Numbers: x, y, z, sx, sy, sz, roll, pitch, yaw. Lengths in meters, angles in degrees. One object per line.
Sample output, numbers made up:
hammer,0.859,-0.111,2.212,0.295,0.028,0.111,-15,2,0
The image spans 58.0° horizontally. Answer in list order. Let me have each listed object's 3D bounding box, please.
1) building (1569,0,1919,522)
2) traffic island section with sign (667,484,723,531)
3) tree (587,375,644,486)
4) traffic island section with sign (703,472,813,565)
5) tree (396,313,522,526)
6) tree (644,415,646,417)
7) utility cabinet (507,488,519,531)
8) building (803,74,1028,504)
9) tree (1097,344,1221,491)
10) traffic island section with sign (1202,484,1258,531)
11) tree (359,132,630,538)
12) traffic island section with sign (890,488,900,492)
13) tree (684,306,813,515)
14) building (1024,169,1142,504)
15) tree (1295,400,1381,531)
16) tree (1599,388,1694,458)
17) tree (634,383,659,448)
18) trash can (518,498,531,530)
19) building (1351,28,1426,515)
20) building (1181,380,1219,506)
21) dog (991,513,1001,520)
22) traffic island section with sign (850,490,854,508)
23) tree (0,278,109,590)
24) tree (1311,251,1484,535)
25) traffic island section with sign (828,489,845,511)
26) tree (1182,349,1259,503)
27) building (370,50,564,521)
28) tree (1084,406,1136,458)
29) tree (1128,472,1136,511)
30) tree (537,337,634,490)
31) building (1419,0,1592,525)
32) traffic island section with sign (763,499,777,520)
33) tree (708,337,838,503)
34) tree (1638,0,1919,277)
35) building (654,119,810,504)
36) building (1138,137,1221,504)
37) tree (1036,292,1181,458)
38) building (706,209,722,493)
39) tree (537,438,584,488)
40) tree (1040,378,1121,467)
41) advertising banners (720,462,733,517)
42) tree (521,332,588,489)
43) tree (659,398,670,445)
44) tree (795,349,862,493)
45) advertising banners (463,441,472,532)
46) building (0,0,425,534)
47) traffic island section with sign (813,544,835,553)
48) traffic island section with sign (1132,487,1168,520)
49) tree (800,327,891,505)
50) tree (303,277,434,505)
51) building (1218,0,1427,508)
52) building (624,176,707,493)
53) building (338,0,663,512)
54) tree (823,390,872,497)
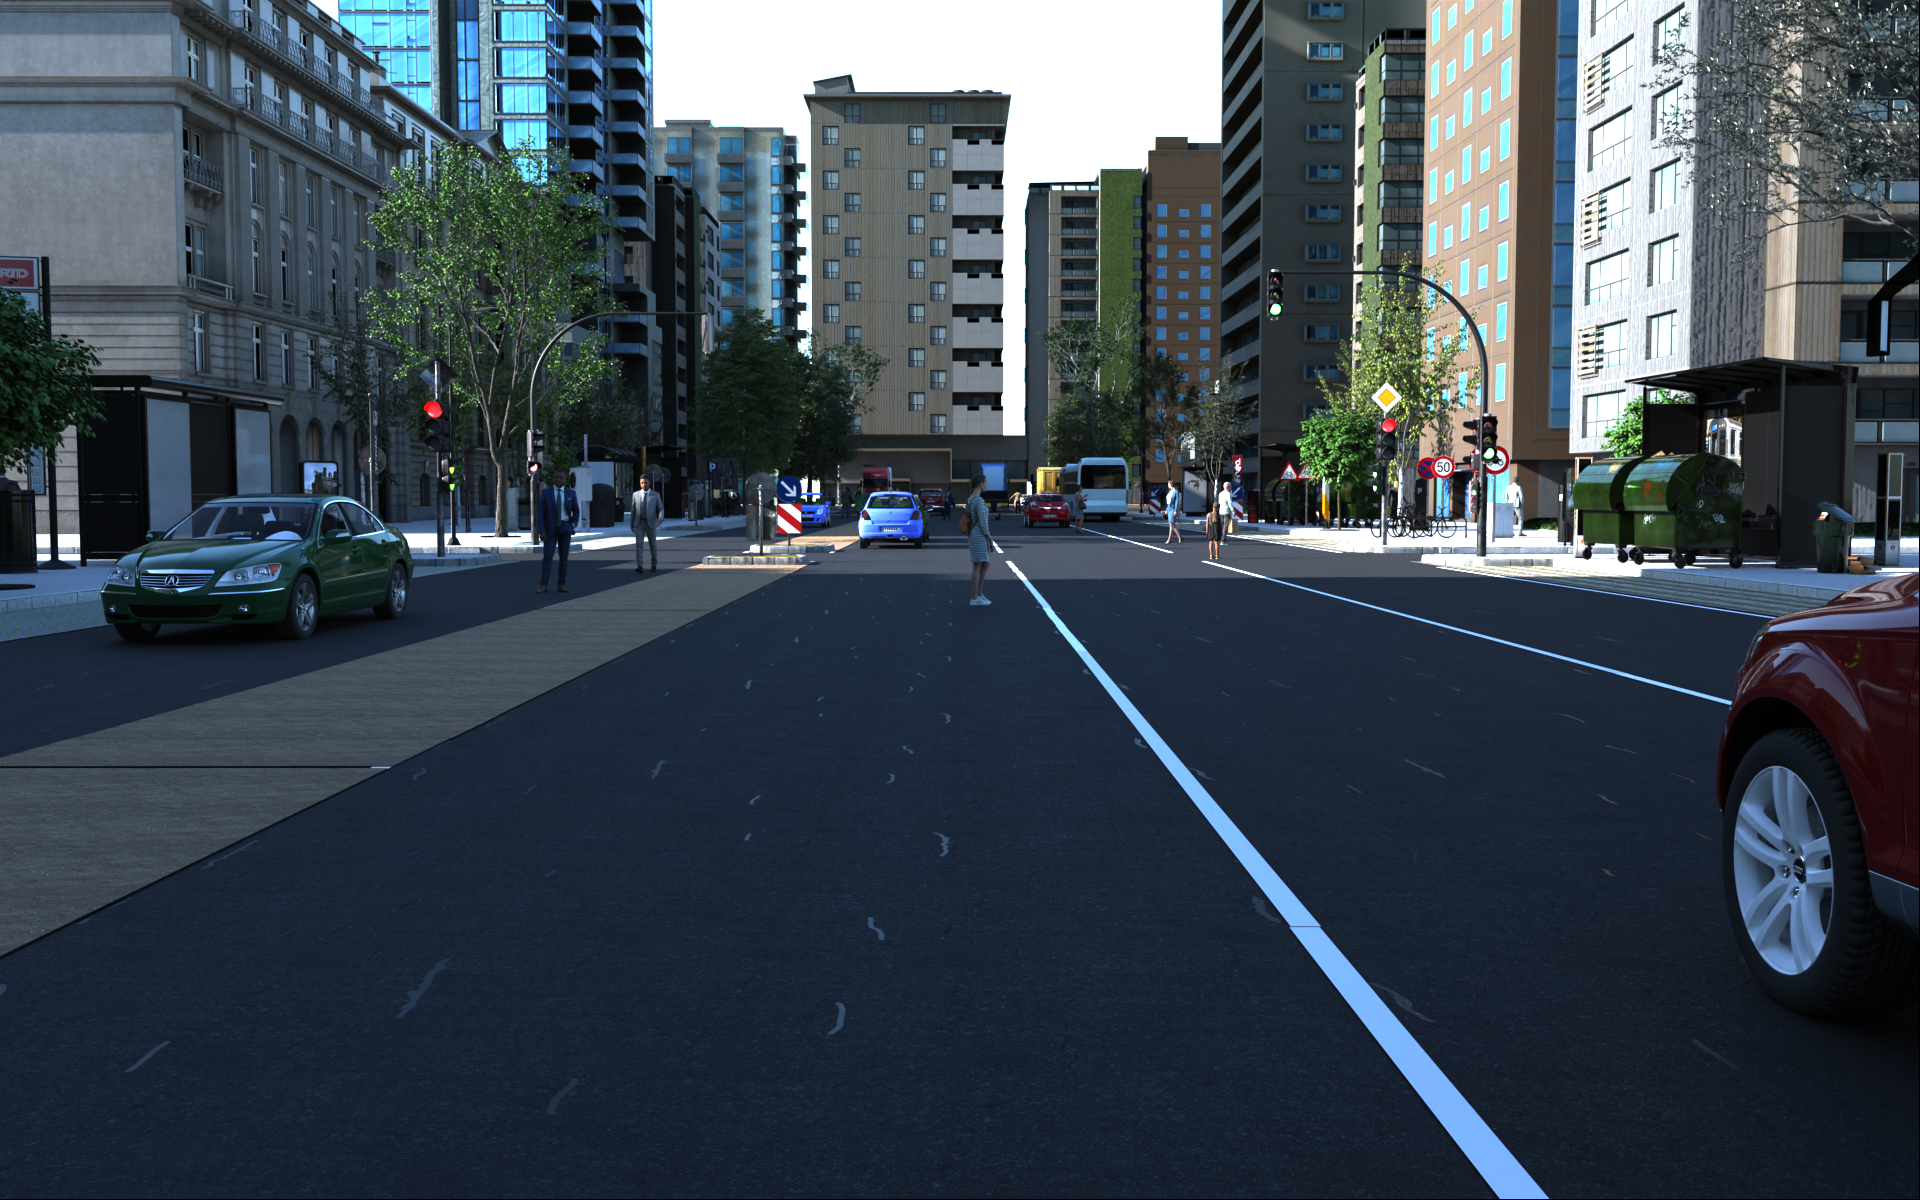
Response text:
building,30.830,-23.032,60.161,14.086,41.232,14.154,0,4,0
traffic island section with sign,-10.444,-3.663,68.522,1.989,1.847,2.006,0,4,0
tree,-20.876,-9.012,97.713,4.737,8.622,4.395,0,3,0
traffic island section with sign,-4.175,-1.687,35.713,2.006,1.907,1.989,0,4,0
tree,-20.211,-7.240,68.741,4.737,8.622,4.395,0,3,0
tree,-21.028,-9.405,104.133,4.737,8.622,4.395,0,3,0
utility cabinet,-15.591,-3.161,60.356,0.318,1.500,1.173,-1,4,-11
building,-5.384,-38.973,226.449,27.495,52.752,28.713,0,4,0
tree,12.967,-10.590,107.562,8.767,10.594,7.601,-3,5,-42
traffic island section with sign,10.584,-3.638,68.112,1.989,1.847,2.006,0,4,0
tree,-13.585,-7.647,50.789,9.928,11.665,9.643,0,3,0
traffic island section with sign,-4.474,-6.735,118.258,2.006,1.907,1.989,0,4,0
tree,-12.619,-11.409,104.668,7.486,12.596,7.792,0,3,0
building,15.431,-32.817,220.146,14.086,41.232,14.154,0,4,0
tree,13.424,-4.722,60.918,4.285,4.588,4.351,0,3,0
tree,20.207,-4.048,49.906,4.285,4.588,4.351,0,3,0
tree,-18.649,-8.604,91.043,4.360,8.622,3.978,0,3,0
trash can,-15.518,-3.071,61.865,0.748,1.137,0.748,0,3,0
building,32.416,-20.781,111.478,14.160,30.474,14.107,0,4,0
building,34.738,-52.223,166.524,22.319,86.520,31.000,0,4,0
dog,1.987,-4.524,94.162,0.748,0.427,0.550,3,4,38
traffic island section with sign,-10.807,-10.015,172.377,1.989,1.847,2.006,0,4,0
tree,-13.417,-2.421,23.304,4.285,4.588,4.351,0,3,0
tree,13.887,-6.314,53.604,4.737,8.622,4.395,0,3,0
traffic island section with sign,-10.703,-8.353,145.201,1.989,1.847,2.006,0,4,0
tree,13.167,-8.458,88.651,4.360,8.622,3.978,0,3,0
building,-31.164,-16.895,95.315,14.460,24.649,34.723,0,4,0
tree,12.442,-11.652,140.867,4.360,8.622,3.978,0,3,0
tree,12.334,-8.405,132.023,1.663,3.219,1.824,0,3,0
tree,-18.137,-8.040,81.823,4.360,8.622,3.978,0,3,0
building,29.522,-26.107,76.960,14.600,45.320,14.200,0,4,0
traffic island section with sign,-10.524,-5.312,95.477,1.989,1.847,2.006,0,4,0
tree,-13.145,-12.791,126.139,9.611,12.733,9.660,0,3,0
tree,13.989,-6.852,22.401,12.009,13.543,11.850,0,3,0
building,-34.727,-36.979,224.209,30.456,49.044,23.786,0,4,0
building,30.108,-34.864,220.137,14.200,45.320,14.600,0,4,0
tree,13.883,-18.752,162.484,12.611,20.169,13.585,0,3,0
building,-31.665,-24.729,176.027,14.107,30.474,14.160,0,4,0
tree,-13.864,-4.001,60.023,1.663,3.219,1.824,0,3,0
tree,13.493,-17.430,191.629,9.857,13.997,8.962,0,3,0
advertising banners,-12.792,-6.042,94.967,0.090,3.025,2.074,-2,4,-26
tree,-19.329,-7.712,76.456,4.737,8.622,4.395,0,3,0
tree,-21.172,-9.995,113.775,4.360,8.622,3.978,0,3,0
tree,-13.387,-15.126,153.971,9.857,13.997,8.962,0,3,0
advertising banners,-16.529,-3.782,58.029,0.090,3.025,2.074,-1,4,-11
building,-30.563,-13.708,65.928,13.314,21.916,24.055,0,4,0
traffic island section with sign,-4.192,-2.140,43.120,2.006,1.907,1.989,0,4,0
traffic island section with sign,10.496,-5.287,95.067,1.989,1.847,2.006,0,4,0
tree,-14.556,-20.830,196.461,12.611,20.169,13.585,0,3,0
tree,-20.344,-6.676,59.510,4.360,8.622,3.978,0,3,0
building,33.505,-31.665,141.428,21.300,48.544,21.600,0,4,0
building,-31.288,-23.537,156.525,14.160,30.474,14.107,0,4,0
building,-34.786,-50.114,132.037,22.319,86.520,31.000,0,4,0
tree,-14.526,-16.672,182.963,12.009,13.543,11.850,0,3,0
